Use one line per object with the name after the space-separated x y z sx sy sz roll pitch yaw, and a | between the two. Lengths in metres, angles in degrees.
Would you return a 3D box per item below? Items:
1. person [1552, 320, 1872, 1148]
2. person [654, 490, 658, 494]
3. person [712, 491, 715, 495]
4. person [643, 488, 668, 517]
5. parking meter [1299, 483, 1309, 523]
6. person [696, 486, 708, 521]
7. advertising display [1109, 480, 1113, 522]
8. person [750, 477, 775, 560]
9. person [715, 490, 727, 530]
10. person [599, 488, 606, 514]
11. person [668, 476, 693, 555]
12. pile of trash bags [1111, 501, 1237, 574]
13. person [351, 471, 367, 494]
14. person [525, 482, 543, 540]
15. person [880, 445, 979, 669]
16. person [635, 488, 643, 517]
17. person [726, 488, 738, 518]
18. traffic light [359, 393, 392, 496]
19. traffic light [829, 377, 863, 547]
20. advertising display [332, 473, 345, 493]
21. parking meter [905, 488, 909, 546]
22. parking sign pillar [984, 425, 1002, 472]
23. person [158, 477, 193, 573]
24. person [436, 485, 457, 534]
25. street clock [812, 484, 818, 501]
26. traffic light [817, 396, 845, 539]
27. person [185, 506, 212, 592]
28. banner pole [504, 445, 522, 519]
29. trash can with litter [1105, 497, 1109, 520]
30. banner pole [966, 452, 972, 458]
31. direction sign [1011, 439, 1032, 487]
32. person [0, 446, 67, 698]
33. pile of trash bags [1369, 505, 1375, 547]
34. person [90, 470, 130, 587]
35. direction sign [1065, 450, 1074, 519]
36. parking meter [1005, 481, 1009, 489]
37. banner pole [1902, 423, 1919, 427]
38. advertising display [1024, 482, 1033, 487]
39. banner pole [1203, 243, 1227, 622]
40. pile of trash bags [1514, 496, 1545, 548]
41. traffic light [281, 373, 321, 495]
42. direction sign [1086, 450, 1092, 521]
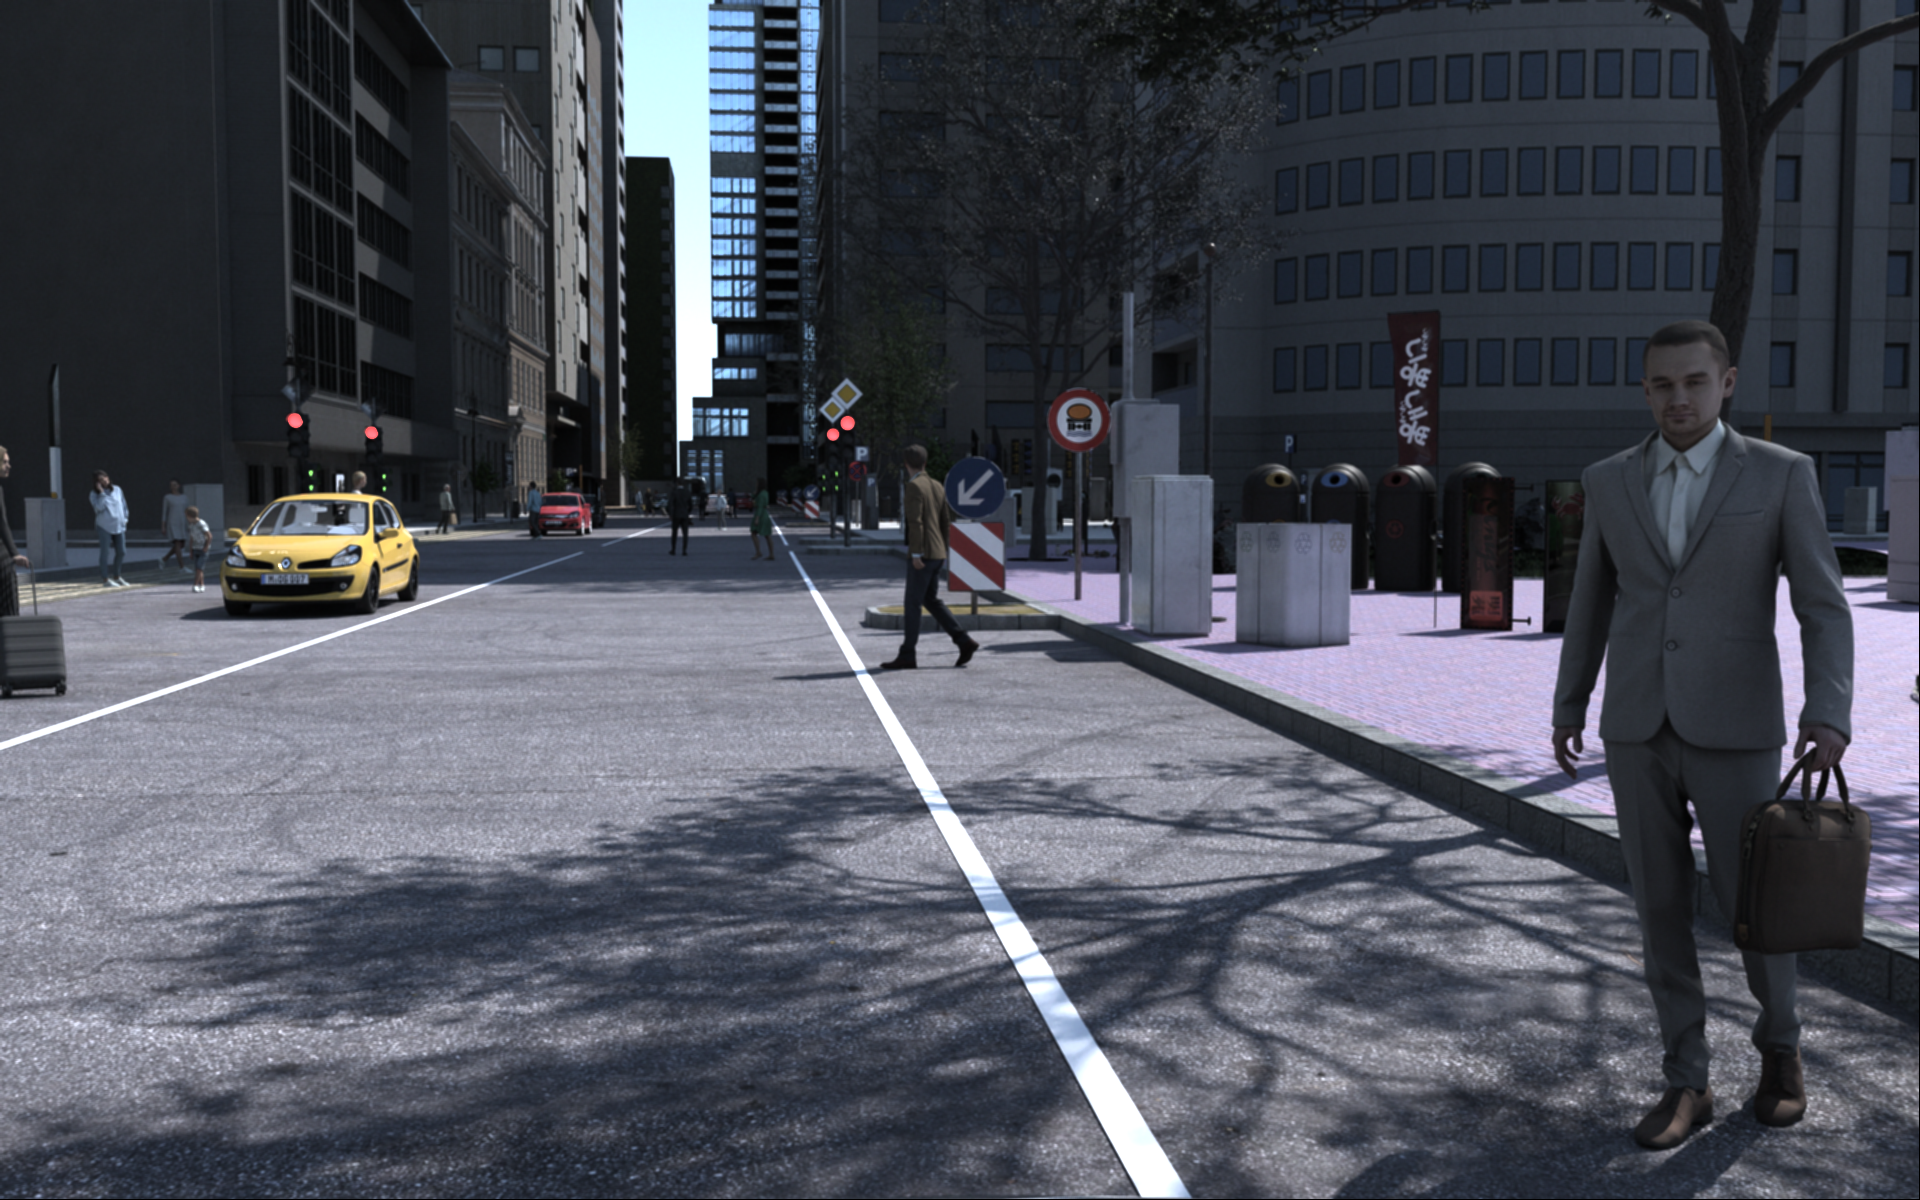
1.640 0.293 3.836 0.709 1.813 0.853 2 4 35 | person
-29.268 -9.677 166.659 1.348 1.831 0.705 1 4 21 | person
-27.369 -11.263 192.607 0.705 1.831 1.348 -1 4 -10 | person
-19.412 -6.196 110.020 1.509 1.804 0.699 1 4 14 | person
6.785 -1.608 34.697 0.372 1.533 0.369 0 3 0 | parking meter
-13.890 -5.203 93.350 0.659 1.850 0.755 0 4 -7 | person
6.879 -4.504 78.848 0.123 1.923 0.974 0 4 2 | advertising display
-4.278 -1.758 37.483 0.529 1.795 0.600 0 4 -4 | person
-9.542 -3.579 68.834 0.589 1.601 0.330 3 5 40 | person
-23.803 -6.541 115.250 0.447 1.846 0.655 -1 4 -12 | person
-6.582 -1.973 40.536 0.659 1.850 0.755 -2 4 -25 | person
3.442 -1.175 28.958 1.912 1.369 3.447 -1 4 -13 | pile of trash bags
-9.335 -1.100 26.838 0.624 1.780 0.694 -1 4 -9 | person
-13.271 -2.790 54.135 0.620 1.820 0.660 1 4 18 | person
-0.260 -0.361 14.307 0.836 1.842 0.656 -1 4 -8 | person
-20.079 -6.090 108.329 0.793 1.790 0.793 2 4 31 | person
-13.620 -5.797 103.459 0.721 1.800 0.419 0 4 -3 | person
-16.298 -3.630 48.279 0.839 4.253 0.868 0 4 -7 | traffic light
-2.745 -3.237 41.838 0.839 4.253 0.868 0 4 -7 | traffic light
-18.836 -2.894 52.535 0.123 1.923 0.974 0 4 -4 | advertising display
-1.191 -2.117 43.023 0.372 1.533 0.369 0 3 0 | parking meter
1.294 -4.801 66.976 1.447 3.967 1.447 -1 4 -10 | parking sign pillar
-14.246 -1.354 31.385 0.760 1.731 0.466 1 4 11 | person
-18.241 -3.213 61.514 0.782 1.767 0.515 3 4 38 | person
-10.015 -7.024 119.418 0.358 2.002 0.471 -2 4 -32 | street clock
-3.674 -3.722 49.769 0.839 4.253 0.868 0 4 -7 | traffic light
-11.150 -0.745 25.368 0.352 1.250 0.332 -2 4 -27 | person
-22.880 -6.032 88.633 0.863 3.779 0.401 -1 4 -21 | banner pole
7.455 -4.569 86.097 1.055 1.170 0.624 3 4 36 | trash can with litter
0.556 -6.124 90.148 0.401 3.779 0.863 3 5 39 | banner pole
2.542 -4.867 71.568 0.876 3.537 0.379 1 4 18 | direction sign
-7.037 -0.242 12.673 0.699 1.804 1.509 -2 4 -34 | person
8.944 -1.778 38.823 1.912 1.369 3.447 -1 4 -11 | pile of trash bags
-13.067 -1.092 26.618 0.793 1.790 0.793 0 4 -4 | person
5.792 -5.898 88.432 0.876 3.537 0.379 -1 4 -19 | direction sign
2.039 -4.482 78.992 0.399 1.863 0.255 1 4 16 | parking meter
29.406 -3.874 53.359 0.863 3.779 0.401 3 5 41 | banner pole
3.597 -5.231 90.745 0.123 1.923 0.974 -1 4 -21 | advertising display
2.513 -1.689 17.628 0.401 3.779 0.863 0 4 4 | banner pole
13.756 -1.928 41.271 3.447 1.369 1.912 2 4 27 | pile of trash bags
-15.368 -3.145 40.348 0.839 4.253 0.868 0 4 -7 | traffic light
6.239 -5.631 84.061 0.379 3.537 0.876 1 4 21 | direction sign
